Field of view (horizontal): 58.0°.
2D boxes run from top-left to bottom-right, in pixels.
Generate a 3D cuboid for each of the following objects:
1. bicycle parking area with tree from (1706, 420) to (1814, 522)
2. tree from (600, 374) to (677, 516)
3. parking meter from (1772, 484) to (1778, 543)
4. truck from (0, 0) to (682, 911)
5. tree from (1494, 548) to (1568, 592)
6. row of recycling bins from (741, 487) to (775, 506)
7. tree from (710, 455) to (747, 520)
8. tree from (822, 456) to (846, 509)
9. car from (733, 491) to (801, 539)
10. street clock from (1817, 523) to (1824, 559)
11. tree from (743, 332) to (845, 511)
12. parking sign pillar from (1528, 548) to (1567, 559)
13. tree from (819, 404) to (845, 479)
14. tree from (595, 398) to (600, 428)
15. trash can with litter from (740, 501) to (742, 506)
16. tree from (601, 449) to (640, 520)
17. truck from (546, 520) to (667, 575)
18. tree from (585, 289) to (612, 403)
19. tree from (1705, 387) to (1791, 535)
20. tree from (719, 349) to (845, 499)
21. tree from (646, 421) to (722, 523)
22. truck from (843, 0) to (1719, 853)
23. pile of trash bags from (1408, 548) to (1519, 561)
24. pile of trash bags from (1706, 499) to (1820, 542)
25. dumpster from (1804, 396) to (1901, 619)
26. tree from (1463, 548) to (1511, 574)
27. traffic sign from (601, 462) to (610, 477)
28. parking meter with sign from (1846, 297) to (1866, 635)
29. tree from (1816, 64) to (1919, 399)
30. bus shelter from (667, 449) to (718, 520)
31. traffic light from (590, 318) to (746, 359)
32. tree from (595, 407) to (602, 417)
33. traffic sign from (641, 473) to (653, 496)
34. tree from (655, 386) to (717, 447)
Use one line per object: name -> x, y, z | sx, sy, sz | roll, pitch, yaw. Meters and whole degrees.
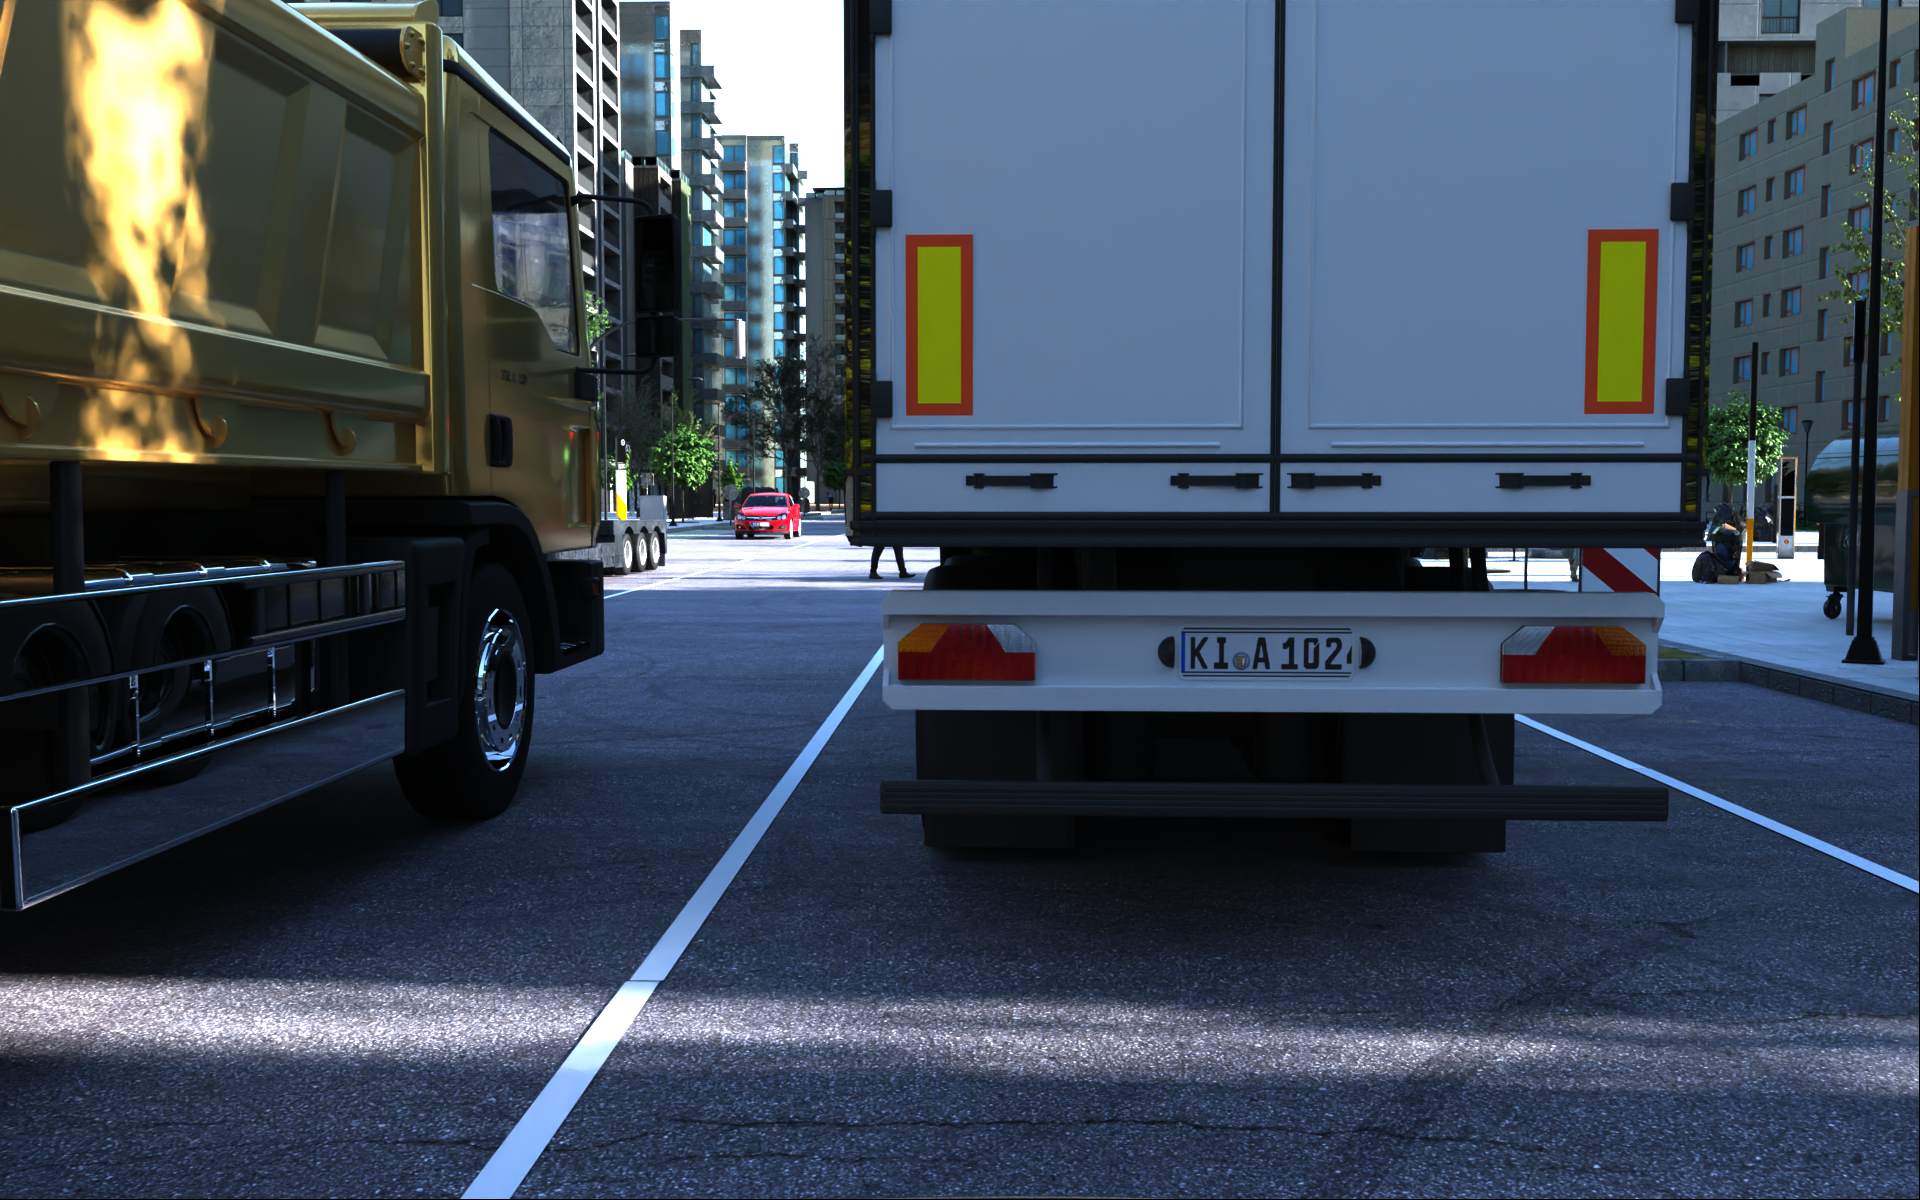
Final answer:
bicycle parking area with tree -> 30.260, -4.908, 67.247 | 8.231, 4.147, 9.016 | 1, 4, 15
tree -> -19.996, -9.688, 108.756 | 4.360, 8.622, 3.978 | 0, 3, 0
parking meter -> 21.549, -2.266, 45.457 | 0.372, 1.533, 0.369 | 0, 3, 0
truck -> -3.343, -0.591, 5.589 | 3.469, 3.379, 9.791 | 0, 4, 2
tree -> 7.133, -1.679, 22.047 | 1.663, 3.219, 1.824 | 0, 3, 0
row of recycling bins -> -11.535, -5.658, 99.616 | 1.069, 1.692, 3.534 | 1, 4, 18
tree -> -11.301, -5.550, 85.340 | 1.663, 3.219, 1.824 | 0, 3, 0
tree -> -10.520, -10.227, 150.917 | 4.285, 4.588, 4.351 | 0, 3, 0
car -> -6.227, -2.892, 56.318 | 2.155, 1.783, 4.494 | 0, 4, 0
street clock -> 16.993, -1.799, 33.977 | 0.471, 2.002, 0.358 | -2, 4, -25
tree -> -10.659, -13.420, 129.782 | 12.009, 13.543, 11.850 | 0, 3, 0
parking sign pillar -> 12.168, -2.832, 34.783 | 1.447, 3.967, 1.447 | 2, 4, 32
tree -> -10.307, -16.361, 184.509 | 9.611, 12.733, 9.660 | 0, 3, 0
tree -> -21.338, -10.018, 114.164 | 4.360, 8.622, 3.978 | 0, 3, 0
trash can with litter -> -12.477, -5.565, 102.372 | 1.055, 1.170, 0.624 | 1, 4, 18
tree -> -12.497, -4.246, 64.019 | 1.663, 3.219, 1.824 | 0, 3, 0
truck -> -7.315, -2.074, 23.668 | 2.967, 4.110, 18.799 | 0, 4, 3
tree -> -19.626, -9.249, 76.984 | 9.928, 11.665, 9.643 | 0, 3, 0
tree -> 23.954, -4.272, 53.564 | 4.285, 4.588, 4.351 | 0, 3, 0
tree -> -10.829, -10.784, 110.728 | 8.767, 10.594, 7.601 | -2, 4, -27
tree -> -12.358, -5.748, 77.686 | 4.285, 4.588, 4.351 | 0, 3, 0
truck -> 1.170, -1.314, 10.393 | 2.839, 4.237, 11.283 | 0, 4, 3
pile of trash bags -> 9.869, -1.508, 34.415 | 1.912, 1.369, 3.447 | -2, 4, -23
pile of trash bags -> 22.119, -2.287, 47.152 | 1.912, 1.369, 3.447 | -3, 5, -41
dumpster -> 9.464, -0.886, 16.974 | 1.502, 2.255, 1.985 | 0, 4, 1
tree -> 8.280, -2.730, 28.349 | 4.285, 4.588, 4.351 | 0, 3, 0
traffic sign -> -13.904, -4.141, 67.807 | 0.768, 2.556, 0.104 | 0, 4, 8
parking meter with sign -> 8.826, -1.163, 15.282 | 1.738, 3.016, 0.543 | 2, 4, 26
tree -> 16.971, -4.822, 29.203 | 4.737, 8.622, 4.395 | 0, 3, 0
bus shelter -> -13.860, -6.050, 90.208 | 1.731, 3.624, 6.357 | 0, 4, 1
traffic light -> -7.948, -4.297, 44.917 | 4.771, 5.953, 1.251 | 0, 4, 1
tree -> -21.502, -8.795, 94.153 | 4.737, 8.622, 4.395 | 0, 3, 0
traffic sign -> -15.008, -4.952, 83.098 | 0.606, 2.300, 0.079 | 0, 4, 2
tree -> -18.873, -10.290, 118.606 | 4.737, 8.622, 4.395 | 0, 3, 0
